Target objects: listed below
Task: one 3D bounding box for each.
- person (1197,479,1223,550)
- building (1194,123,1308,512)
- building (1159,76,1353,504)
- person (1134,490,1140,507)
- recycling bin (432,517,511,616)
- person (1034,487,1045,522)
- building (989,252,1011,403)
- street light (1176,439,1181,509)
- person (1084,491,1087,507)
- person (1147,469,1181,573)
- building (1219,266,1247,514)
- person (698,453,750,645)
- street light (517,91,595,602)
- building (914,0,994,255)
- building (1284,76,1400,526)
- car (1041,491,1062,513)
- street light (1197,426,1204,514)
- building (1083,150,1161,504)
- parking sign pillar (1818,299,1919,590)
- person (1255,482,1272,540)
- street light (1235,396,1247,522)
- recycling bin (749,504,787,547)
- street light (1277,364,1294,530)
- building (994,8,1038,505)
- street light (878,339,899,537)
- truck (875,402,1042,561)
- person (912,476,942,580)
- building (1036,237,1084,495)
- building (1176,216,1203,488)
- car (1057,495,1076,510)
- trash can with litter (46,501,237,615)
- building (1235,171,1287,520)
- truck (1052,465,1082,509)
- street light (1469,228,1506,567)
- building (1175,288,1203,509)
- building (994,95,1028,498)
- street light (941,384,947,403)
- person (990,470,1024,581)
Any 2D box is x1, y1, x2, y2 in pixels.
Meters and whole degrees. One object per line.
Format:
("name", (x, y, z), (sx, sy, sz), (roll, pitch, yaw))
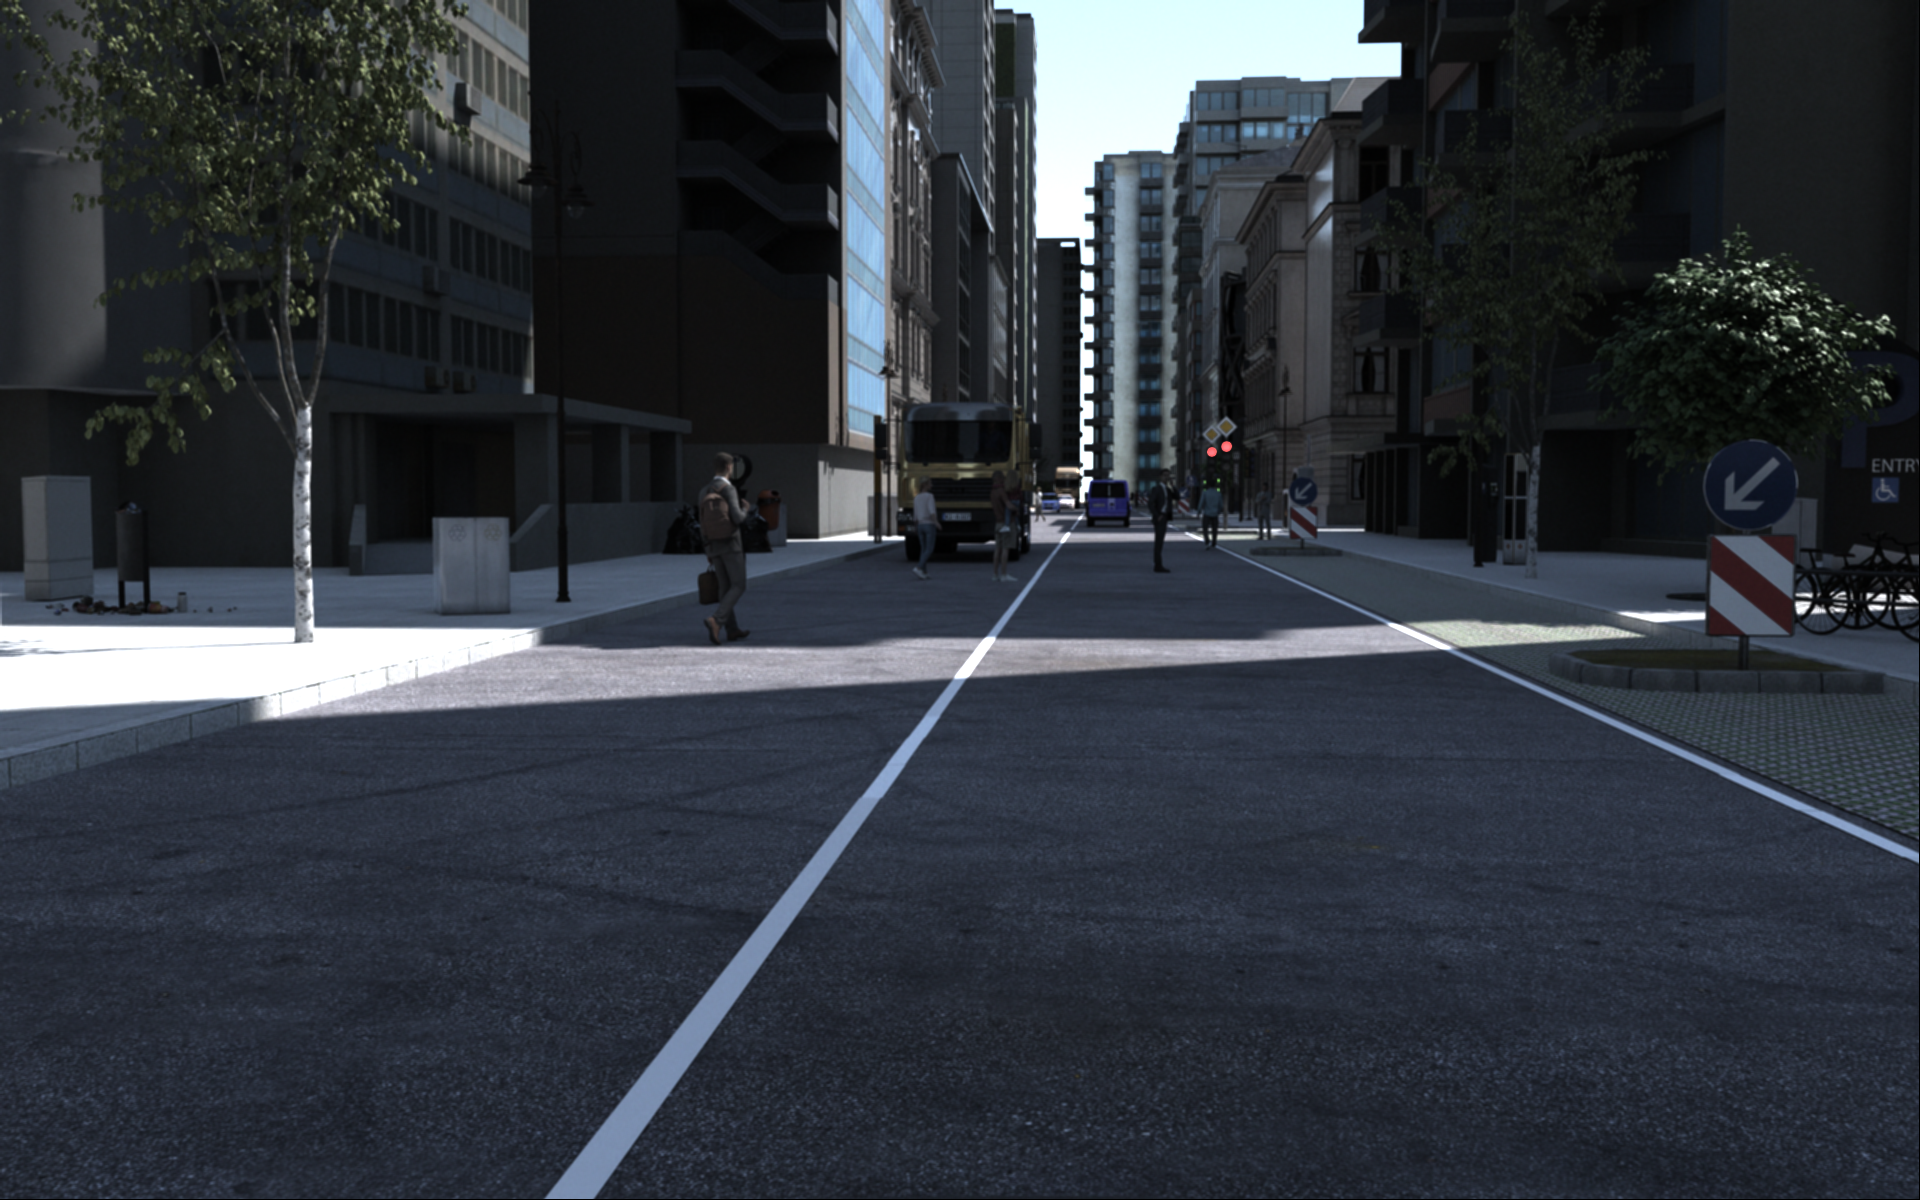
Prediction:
("person", (6.459, -2.210, 44.651), (0.660, 1.820, 0.620), (-1, 4, -8))
("building", (25.551, -21.304, 134.228), (13.634, 28.700, 20.117), (0, 4, 5))
("building", (36.258, -35.655, 202.572), (23.786, 49.044, 30.456), (0, 4, 5))
("person", (19.763, -11.358, 194.143), (0.705, 1.831, 1.348), (3, 5, 43))
("recycling bin", (-5.278, -0.376, 18.702), (0.722, 1.027, 0.722), (-2, 4, -23))
("person", (4.167, -4.986, 90.253), (0.641, 1.798, 0.478), (3, 4, 38))
("building", (-1.430, -17.478, 134.915), (9.793, 20.994, 18.267), (0, 4, 5))
("street light", (18.170, -10.477, 144.084), (0.468, 5.910, 1.993), (0, 4, 5))
("person", (14.267, -11.487, 196.332), (0.705, 1.822, 1.348), (-1, 4, -11))
("person", (3.767, -1.470, 31.893), (0.474, 1.900, 0.648), (2, 4, 30))
("building", (25.813, -15.203, 116.022), (16.820, 18.784, 16.811), (0, 4, 5))
("person", (-2.299, -0.505, 16.713), (0.622, 1.834, 0.822), (2, 4, 32))
("street light", (-4.725, -2.916, 20.457), (0.468, 5.910, 1.993), (0, 4, 5))
("building", (-5.164, -43.885, 155.765), (20.563, 71.187, 20.611), (0, 4, 5))
("building", (24.361, -12.808, 74.039), (19.286, 19.102, 10.561), (0, 4, 5))
("car", (6.942, -7.656, 134.761), (1.945, 1.707, 3.694), (0, 4, 4))
("street light", (15.635, -8.547, 112.534), (0.468, 5.910, 1.993), (0, 4, 5))
("building", (32.456, -37.944, 239.995), (30.456, 49.044, 23.786), (0, 4, 5))
("parking sign pillar", (12.625, -2.157, 23.736), (1.447, 3.967, 1.447), (1, 4, 10))
("person", (9.481, -2.777, 54.089), (0.511, 1.800, 0.466), (1, 4, 18))
("street light", (13.057, -6.582, 80.409), (0.468, 5.910, 1.993), (0, 4, 5))
("recycling bin", (-4.700, -1.810, 42.140), (0.722, 1.027, 0.722), (2, 4, 27))
("street light", (11.575, -5.438, 61.701), (0.468, 5.910, 1.993), (0, 4, 5))
("building", (-4.853, -40.909, 210.857), (28.212, 58.520, 21.231), (0, 4, 5))
("street light", (-2.131, -4.834, 51.829), (0.468, 5.910, 1.993), (0, 4, 5))
("truck", (0.229, -2.667, 39.536), (3.469, 3.379, 9.791), (0, 4, 4))
("person", (-0.589, -1.218, 29.080), (0.731, 1.740, 0.598), (3, 4, 36))
("building", (5.529, -33.896, 246.074), (23.993, 40.220, 32.217), (0, 4, 5))
("building", (29.714, -25.055, 181.349), (14.160, 30.474, 14.107), (0, 4, 5))
("car", (9.421, -8.820, 156.573), (2.083, 1.381, 4.827), (0, 4, 4))
("trash can with litter", (-9.201, -0.488, 19.041), (2.233, 1.210, 1.678), (2, 4, 35))
("building", (20.721, -13.952, 92.743), (10.561, 19.102, 19.286), (0, 4, 5))
("truck", (10.495, -11.008, 168.889), (2.839, 4.237, 11.283), (0, 4, 4))
("street light", (9.143, -3.521, 30.360), (0.468, 5.910, 1.993), (0, 4, 5))
("building", (34.381, -19.209, 159.105), (27.650, 21.520, 28.899), (0, 4, 5))
("building", (-0.561, -29.975, 173.684), (14.154, 41.232, 14.086), (0, 4, 5))
("street light", (-0.615, -6.024, 71.275), (0.468, 5.910, 1.993), (0, 4, 5))
("person", (0.752, -1.225, 28.510), (0.580, 1.828, 0.573), (1, 4, 16))
